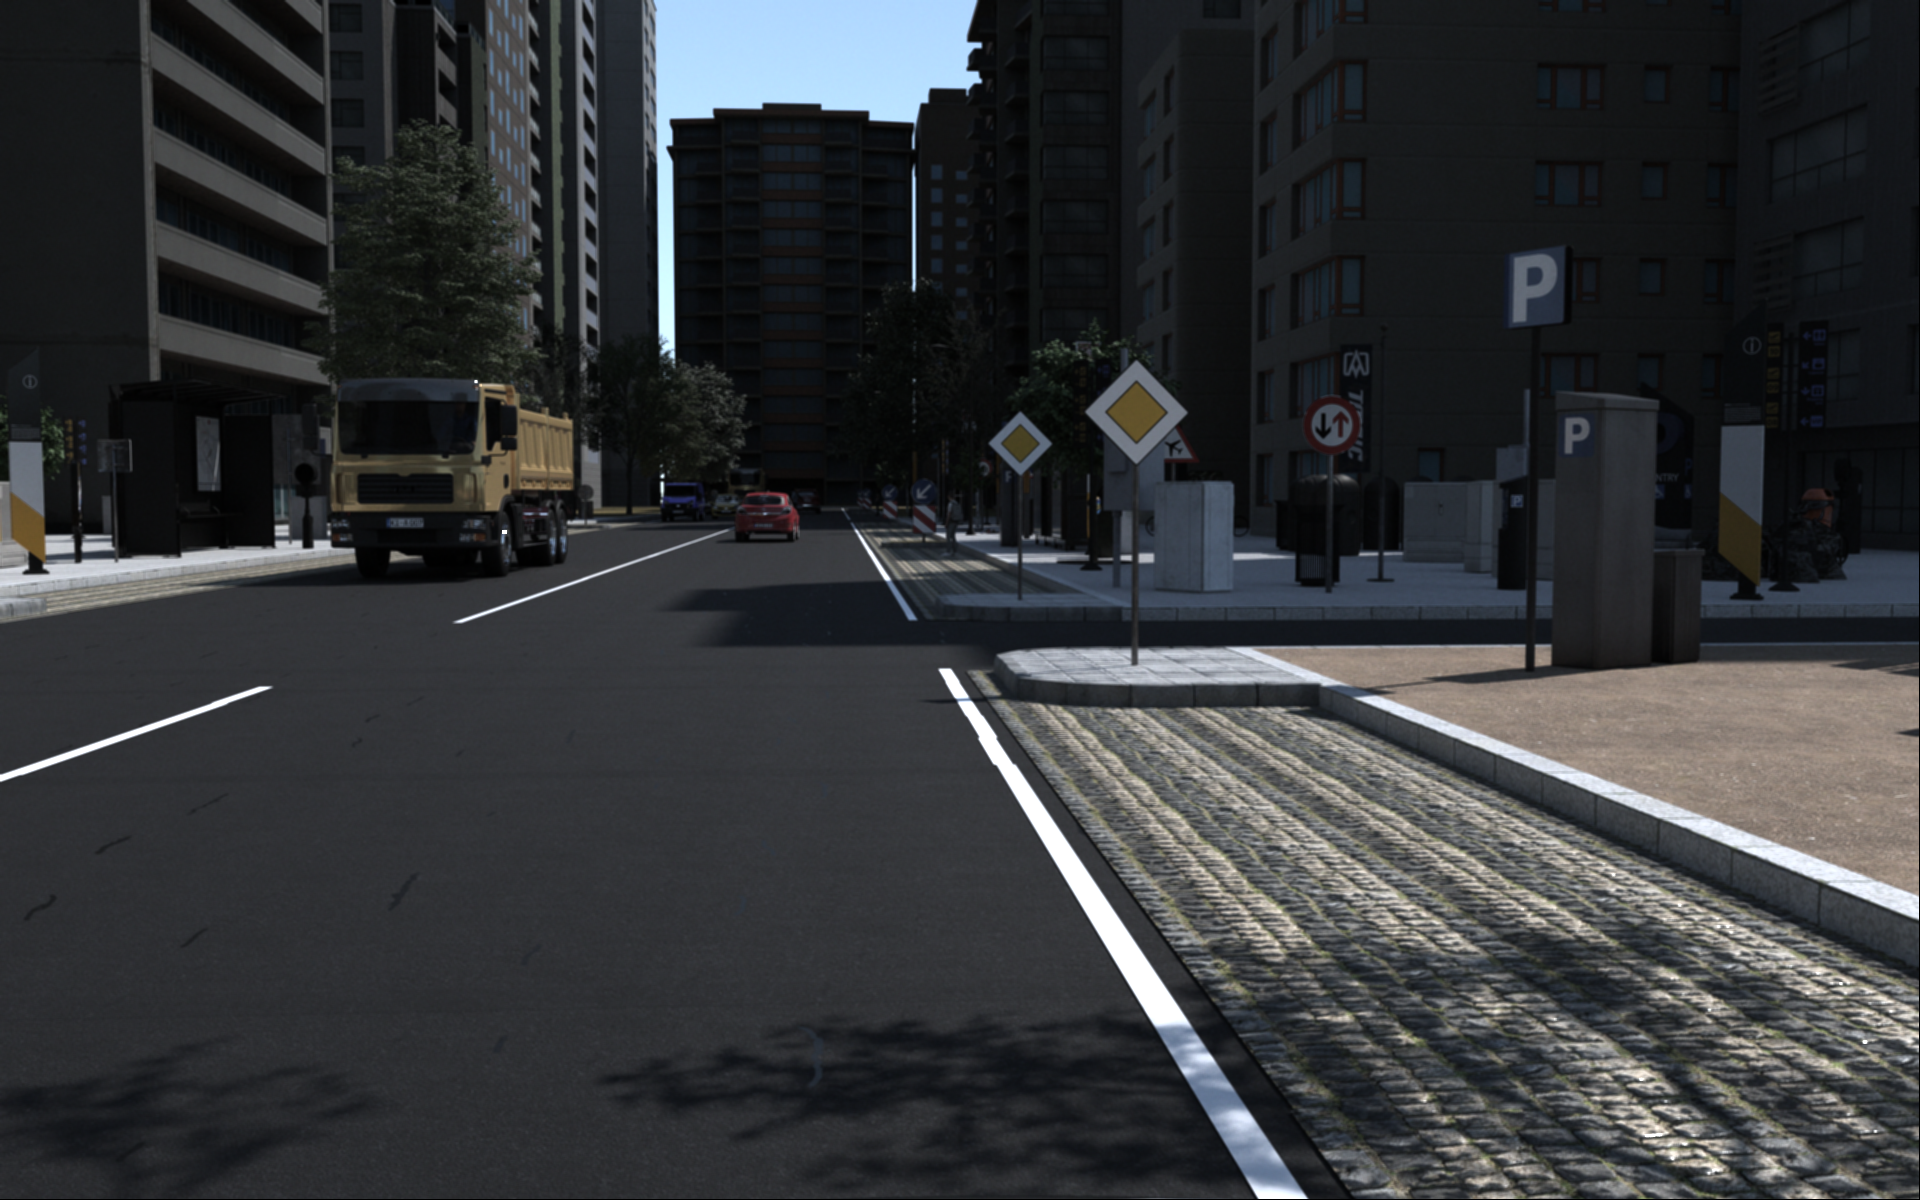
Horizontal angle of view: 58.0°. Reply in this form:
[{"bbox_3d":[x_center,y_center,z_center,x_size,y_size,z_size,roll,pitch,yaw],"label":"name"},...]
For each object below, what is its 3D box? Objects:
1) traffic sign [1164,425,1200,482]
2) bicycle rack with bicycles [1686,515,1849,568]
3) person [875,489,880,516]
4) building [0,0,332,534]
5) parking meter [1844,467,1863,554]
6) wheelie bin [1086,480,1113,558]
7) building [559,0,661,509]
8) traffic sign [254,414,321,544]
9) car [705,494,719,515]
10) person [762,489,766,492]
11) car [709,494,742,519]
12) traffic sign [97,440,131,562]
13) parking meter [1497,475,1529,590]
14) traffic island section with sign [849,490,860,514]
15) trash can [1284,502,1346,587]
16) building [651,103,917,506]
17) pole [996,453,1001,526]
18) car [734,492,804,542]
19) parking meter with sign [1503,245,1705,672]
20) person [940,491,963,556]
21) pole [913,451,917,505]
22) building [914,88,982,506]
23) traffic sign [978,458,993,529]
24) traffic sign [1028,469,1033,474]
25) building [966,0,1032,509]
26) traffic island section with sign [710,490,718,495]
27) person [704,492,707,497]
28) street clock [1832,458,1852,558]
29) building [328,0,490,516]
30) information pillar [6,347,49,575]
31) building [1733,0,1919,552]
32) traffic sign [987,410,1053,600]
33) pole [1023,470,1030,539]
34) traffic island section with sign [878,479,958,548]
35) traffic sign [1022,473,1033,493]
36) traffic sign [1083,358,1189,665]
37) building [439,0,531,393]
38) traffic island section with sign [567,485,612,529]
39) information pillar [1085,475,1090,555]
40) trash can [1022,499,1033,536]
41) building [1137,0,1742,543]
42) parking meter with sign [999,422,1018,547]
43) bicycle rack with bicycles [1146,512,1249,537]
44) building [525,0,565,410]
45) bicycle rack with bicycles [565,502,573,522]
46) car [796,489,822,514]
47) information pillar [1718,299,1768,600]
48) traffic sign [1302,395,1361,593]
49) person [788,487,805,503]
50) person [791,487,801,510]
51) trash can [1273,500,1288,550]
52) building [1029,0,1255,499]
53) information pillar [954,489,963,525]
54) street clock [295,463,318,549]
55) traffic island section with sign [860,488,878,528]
[{"bbox_3d":[3.629,-1.804,29.500,0.884,2.594,0.081,0,4,5],"label":"traffic sign"},{"bbox_3d":[14.429,-1.055,30.639,2.925,0.926,2.852,-1,4,-13],"label":"bicycle rack with bicycles"},{"bbox_3d":[-5.423,-6.305,112.305,0.721,1.735,1.217,0,4,-7],"label":"person"},{"bbox_3d":[-37.274,-26.921,63.858,21.300,48.544,21.600,0,4,-4],"label":"building"},{"bbox_3d":[19.142,-1.921,37.126,0.255,1.863,0.399,3,5,44],"label":"parking meter"},{"bbox_3d":[2.929,-1.657,34.995,0.693,1.594,0.980,1,4,9],"label":"wheelie bin"},{"bbox_3d":[-48.236,-39.857,193.655,28.212,58.520,21.231,0,4,-4],"label":"building"},{"bbox_3d":[-17.474,-3.083,44.284,2.265,3.308,0.079,0,4,2],"label":"traffic sign"},{"bbox_3d":[-16.683,-6.752,120.186,2.009,1.686,4.222,0,4,-2],"label":"car"},{"bbox_3d":[-10.883,-5.327,96.527,0.756,1.711,0.436,-1,4,-12],"label":"person"},{"bbox_3d":[-13.333,-5.453,99.382,2.015,1.641,3.980,0,4,-5],"label":"car"},{"bbox_3d":[-15.857,-1.858,32.501,0.606,2.300,0.079,0,4,-2],"label":"traffic sign"},{"bbox_3d":[7.428,-0.909,23.270,0.372,1.533,0.369,0,3,0],"label":"parking meter"},{"bbox_3d":[-6.738,-7.005,123.156,1.989,1.847,2.006,0,4,-4],"label":"traffic island section with sign"},{"bbox_3d":[4.983,-0.762,24.119,0.748,1.137,0.748,0,3,0],"label":"trash can"},{"bbox_3d":[-19.623,-33.176,197.053,28.867,44.769,22.147,0,4,-4],"label":"building"},{"bbox_3d":[1.580,-4.679,70.342,0.158,3.312,0.155,0,3,0],"label":"pole"},{"bbox_3d":[-5.904,-2.703,53.228,2.155,1.783,4.494,0,4,-3],"label":"car"},{"bbox_3d":[4.824,-1.015,12.862,1.738,3.016,0.543,-2,4,-31],"label":"parking meter with sign"},{"bbox_3d":[-0.200,-1.763,39.923,0.523,1.515,0.503,0,4,-2],"label":"person"},{"bbox_3d":[-2.162,-5.448,82.919,0.158,3.312,0.155,0,3,0],"label":"pole"},{"bbox_3d":[2.344,-33.330,195.055,14.200,45.320,14.600,0,4,-4],"label":"building"},{"bbox_3d":[0.789,-3.766,61.678,0.768,2.556,0.104,0,4,4],"label":"traffic sign"},{"bbox_3d":[2.239,-2.977,48.780,0.768,2.556,0.104,0,4,2],"label":"traffic sign"},{"bbox_3d":[12.026,-30.282,149.731,22.147,44.769,28.867,0,4,-4],"label":"building"},{"bbox_3d":[-21.183,-8.630,149.726,1.989,1.847,2.006,0,4,-4],"label":"traffic island section with sign"},{"bbox_3d":[-21.564,-8.290,144.846,0.742,1.727,0.445,-3,4,-37],"label":"person"},{"bbox_3d":[17.749,-1.853,34.871,0.358,2.002,0.471,3,4,38],"label":"street clock"},{"bbox_3d":[-35.769,-20.115,100.588,14.160,30.474,14.107,0,4,-4],"label":"building"},{"bbox_3d":[-14.866,-2.216,27.588,0.504,3.616,0.183,-3,5,-45],"label":"information pillar"},{"bbox_3d":[27.347,-21.650,37.568,14.086,41.232,14.154,0,4,-4],"label":"building"},{"bbox_3d":[0.723,-1.055,20.888,0.795,2.450,0.064,0,4,-4],"label":"traffic sign"},{"bbox_3d":[1.910,-3.415,49.672,0.158,3.312,0.155,0,3,0],"label":"pole"},{"bbox_3d":[-1.109,-2.303,46.274,1.989,1.847,2.006,0,4,-4],"label":"traffic island section with sign"},{"bbox_3d":[2.154,-3.557,58.164,0.884,2.594,0.081,0,4,1],"label":"traffic sign"},{"bbox_3d":[1.306,-0.568,12.924,0.795,2.450,0.064,0,4,-4],"label":"traffic sign"},{"bbox_3d":[-36.875,-28.413,114.671,14.600,45.320,14.200,0,4,-4],"label":"building"},{"bbox_3d":[-15.451,-3.845,71.486,1.989,1.847,2.006,0,4,-4],"label":"traffic island section with sign"},{"bbox_3d":[2.737,-2.761,36.504,0.183,3.616,0.504,0,4,7],"label":"information pillar"},{"bbox_3d":[2.009,-2.558,53.477,0.748,1.137,0.748,0,3,0],"label":"trash can"},{"bbox_3d":[22.374,-13.158,60.172,27.650,21.520,28.899,0,4,-4],"label":"building"},{"bbox_3d":[1.218,-2.830,42.526,0.543,3.016,1.738,0,4,-4],"label":"parking meter with sign"},{"bbox_3d":[7.413,-2.415,52.874,2.925,0.926,2.852,2,4,24],"label":"bicycle rack with bicycles"},{"bbox_3d":[-37.646,-27.235,128.893,14.154,41.232,14.086,0,4,-4],"label":"building"},{"bbox_3d":[-19.173,-4.080,80.088,2.852,0.926,2.925,-1,4,-18],"label":"bicycle rack with bicycles"},{"bbox_3d":[-11.165,-7.172,125.938,2.281,1.827,5.304,0,4,-6],"label":"car"},{"bbox_3d":[9.504,-1.814,21.006,0.504,3.616,0.183,3,4,38],"label":"information pillar"},{"bbox_3d":[4.794,-1.366,22.437,0.768,2.556,0.104,0,4,-4],"label":"traffic sign"},{"bbox_3d":[-9.984,-5.855,103.863,1.348,1.869,0.705,0,4,-6],"label":"person"},{"bbox_3d":[-9.747,-5.762,102.701,0.705,1.826,1.348,1,4,14],"label":"person"},{"bbox_3d":[7.574,-1.721,39.784,0.748,1.137,0.748,0,3,0],"label":"trash can"},{"bbox_3d":[11.040,-20.559,107.840,14.160,30.474,14.107,0,4,-4],"label":"building"},{"bbox_3d":[-0.050,-4.102,71.567,0.304,2.012,0.304,1,4,19],"label":"information pillar"},{"bbox_3d":[-15.365,-2.214,40.761,0.471,2.002,0.358,0,4,4],"label":"street clock"},{"bbox_3d":[-3.101,-3.965,73.458,1.989,1.847,2.006,0,4,-4],"label":"traffic island section with sign"}]
